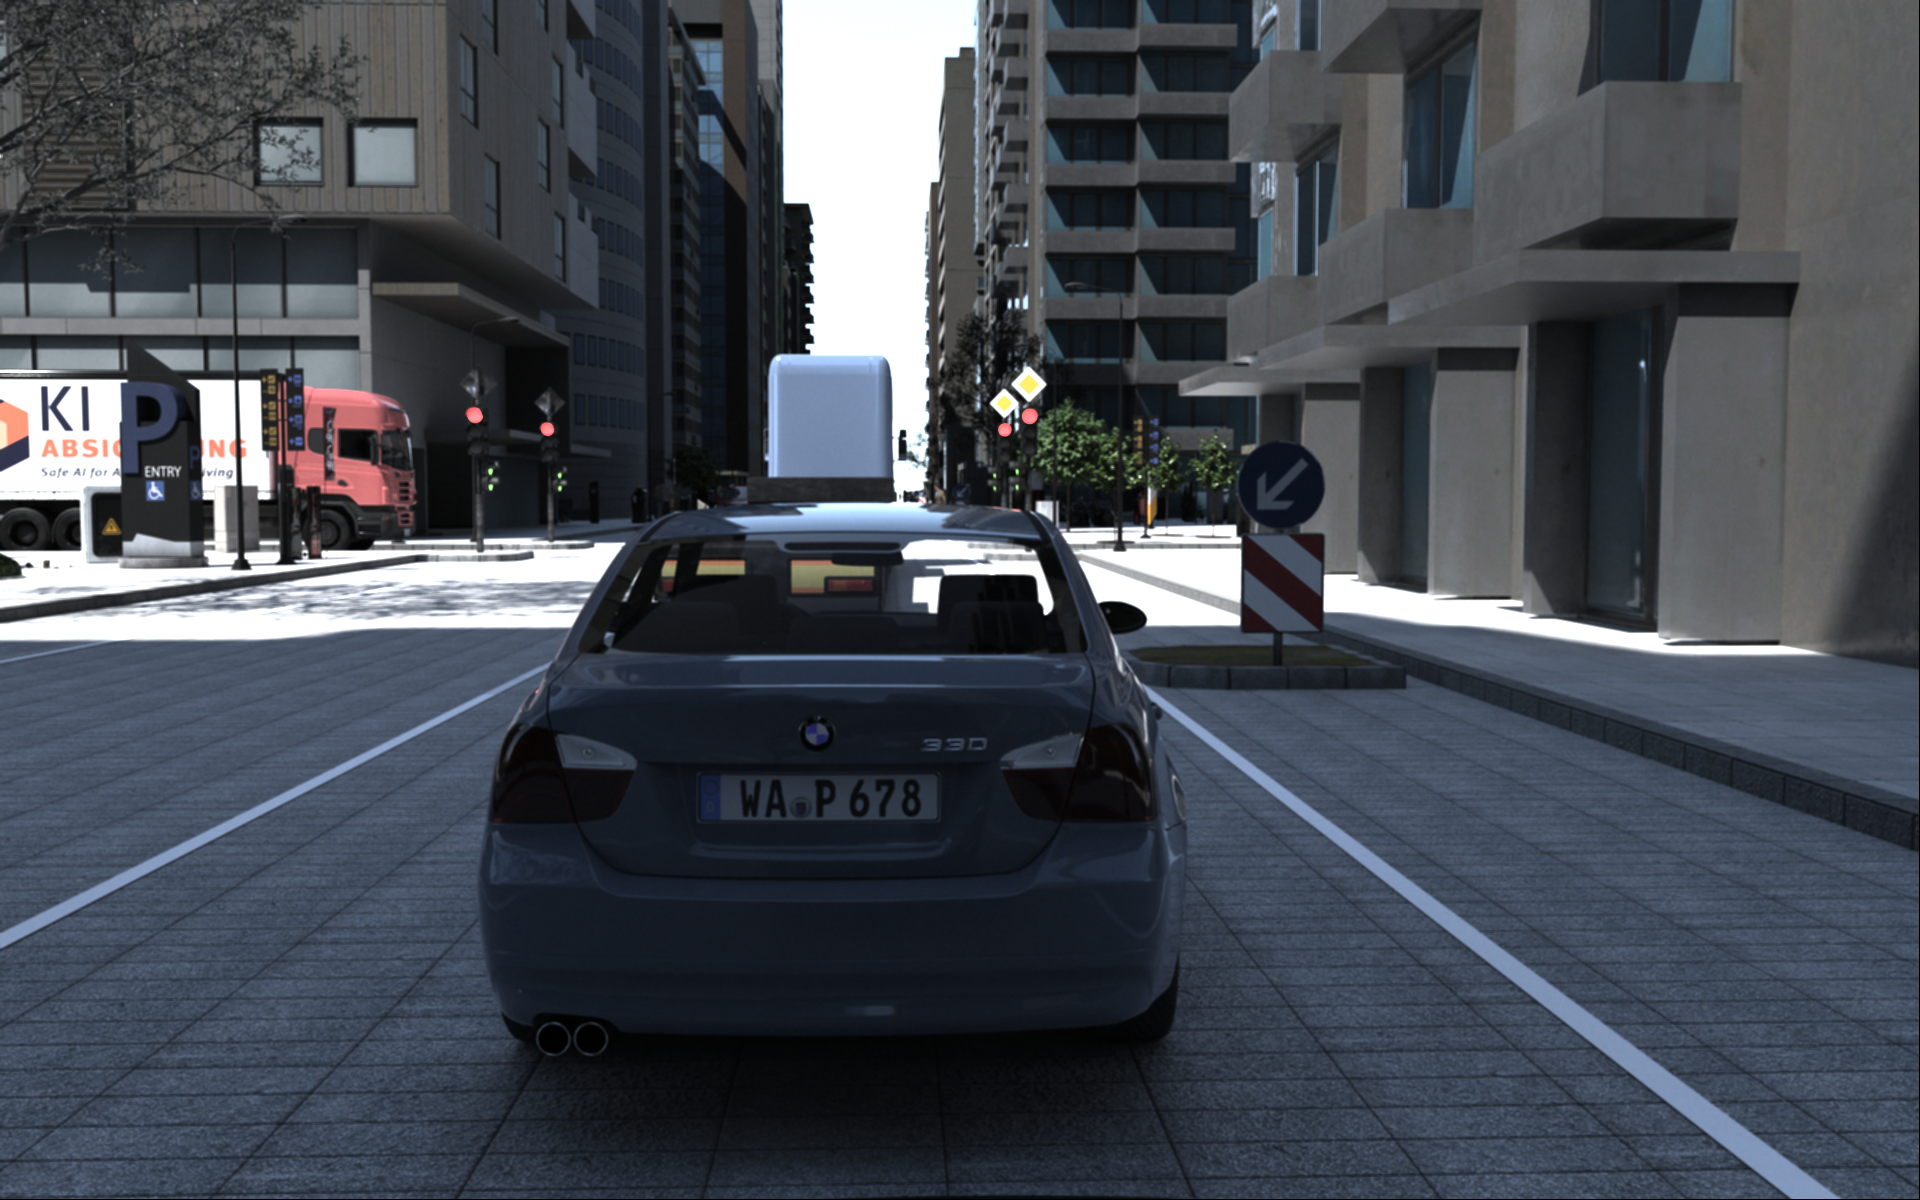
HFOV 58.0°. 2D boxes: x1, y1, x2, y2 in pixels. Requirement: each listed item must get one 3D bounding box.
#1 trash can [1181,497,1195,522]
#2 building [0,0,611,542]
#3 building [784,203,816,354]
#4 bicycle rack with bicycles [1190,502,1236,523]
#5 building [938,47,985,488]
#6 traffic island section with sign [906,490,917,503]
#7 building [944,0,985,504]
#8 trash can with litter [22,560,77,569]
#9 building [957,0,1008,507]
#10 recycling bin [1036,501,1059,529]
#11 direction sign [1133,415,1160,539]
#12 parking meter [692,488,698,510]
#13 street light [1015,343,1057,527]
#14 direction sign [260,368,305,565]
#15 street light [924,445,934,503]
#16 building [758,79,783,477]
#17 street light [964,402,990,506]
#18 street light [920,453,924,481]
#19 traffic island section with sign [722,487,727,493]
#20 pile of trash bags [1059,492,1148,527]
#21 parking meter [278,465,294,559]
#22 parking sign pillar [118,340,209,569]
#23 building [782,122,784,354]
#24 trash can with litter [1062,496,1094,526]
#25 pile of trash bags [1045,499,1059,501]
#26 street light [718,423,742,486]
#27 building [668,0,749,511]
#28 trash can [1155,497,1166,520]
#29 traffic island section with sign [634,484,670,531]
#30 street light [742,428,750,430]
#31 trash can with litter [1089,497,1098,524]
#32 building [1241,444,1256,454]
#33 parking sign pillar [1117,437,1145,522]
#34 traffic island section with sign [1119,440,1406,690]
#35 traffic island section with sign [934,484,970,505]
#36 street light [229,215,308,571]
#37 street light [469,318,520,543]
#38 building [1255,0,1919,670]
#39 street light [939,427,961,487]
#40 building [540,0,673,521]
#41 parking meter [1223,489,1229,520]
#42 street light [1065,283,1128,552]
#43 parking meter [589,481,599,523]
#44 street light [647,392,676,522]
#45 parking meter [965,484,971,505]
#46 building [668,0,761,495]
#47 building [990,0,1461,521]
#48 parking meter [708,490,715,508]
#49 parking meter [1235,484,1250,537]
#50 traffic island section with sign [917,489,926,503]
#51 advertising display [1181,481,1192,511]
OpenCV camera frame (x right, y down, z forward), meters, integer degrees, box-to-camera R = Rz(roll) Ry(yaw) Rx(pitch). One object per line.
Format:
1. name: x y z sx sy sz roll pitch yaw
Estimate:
1. trash can: 10.511 -4.148 79.471 0.748 1.137 0.748 0 3 0
2. building: -27.373 -28.605 56.930 28.713 52.752 27.495 0 4 -2
3. building: -32.468 -36.578 252.681 22.147 44.769 28.867 0 4 -2
4. bicycle rack with bicycles: 12.039 -3.877 76.764 2.852 0.926 2.925 -3 5 -41
5. building: 8.650 -34.366 185.583 21.300 48.544 21.600 0 4 -2
6. traffic island section with sign: -3.293 -8.362 145.345 1.989 1.847 2.006 0 4 -2
7. building: 10.159 -51.715 158.213 22.319 86.520 31.000 0 4 -2
8. trash can with litter: -16.341 -1.131 29.544 2.233 1.210 1.678 -2 4 -24
9. building: 10.476 -42.479 132.782 20.563 71.187 20.611 0 4 -2
10. recycling bin: 3.111 -3.009 61.748 0.722 1.027 0.722 0 4 -7
11. direction sign: 5.352 -3.538 49.844 0.876 3.537 0.379 3 4 38
12. parking meter: -17.122 -6.487 111.768 0.255 1.863 0.399 -3 4 -37
13. street light: 2.386 -4.943 53.361 1.470 5.913 1.316 0 4 -2
14. direction sign: -12.237 -2.407 31.346 0.876 3.537 0.379 1 4 15
15. street light: -2.359 -11.652 163.058 1.470 5.913 1.316 0 4 -2
16. building: -24.820 -29.482 165.633 14.154 41.232 14.086 0 4 -2
17. street light: 0.917 -7.008 87.123 1.470 5.913 1.316 0 4 -2
18. street light: -3.734 -13.723 196.913 1.470 5.913 1.316 0 4 -2
19. traffic island section with sign: -12.929 -5.318 95.583 1.989 1.847 2.006 0 4 -2
20. pile of trash bags: 5.808 -3.532 67.505 3.447 1.369 1.912 1 4 11
21. parking meter: -13.285 -1.741 34.173 0.255 1.863 0.399 -2 4 -29
22. parking sign pillar: -13.909 -2.549 30.149 1.447 3.967 1.447 1 4 9
23. building: -25.723 -30.341 179.666 14.154 41.232 14.086 0 4 -2
24. trash can with litter: 4.986 -3.649 70.718 1.678 1.210 2.233 0 4 3
25. pile of trash bags: 3.731 -4.311 80.244 1.912 1.369 3.447 -1 4 -18
26. street light: -15.130 -8.563 112.548 1.470 5.913 1.316 0 4 -2
27. building: -32.828 -26.926 132.121 32.217 40.220 23.993 0 4 -2
28. trash can: 9.969 -4.546 85.976 0.748 1.137 0.748 0 3 0
29. traffic island section with sign: -11.796 -3.671 68.652 1.989 1.847 2.006 0 4 -2
30. street light: -15.538 -9.164 122.365 1.470 5.913 1.316 0 4 -2
31. trash can with litter: 6.033 -3.822 73.881 1.055 1.170 0.624 0 4 -1
32. building: 24.622 -24.650 57.654 28.867 44.769 22.147 0 4 -2
33. parking sign pillar: 7.943 -5.592 79.906 1.447 3.967 1.447 -1 4 -10
34. traffic island section with sign: 2.247 -0.306 13.630 1.989 1.847 2.006 0 4 -2
35. traffic island section with sign: -0.074 -3.672 68.659 1.989 1.847 2.006 0 4 -2
36. street light: -11.552 -3.452 28.980 1.470 5.913 1.316 0 4 -2
37. street light: -12.277 -4.474 45.699 1.470 5.913 1.316 0 4 -2
38. building: 16.109 -24.593 21.710 23.786 49.044 30.456 0 4 -2
39. street light: -0.500 -9.060 120.677 1.470 5.913 1.316 0 4 -2
40. building: -27.903 -33.673 92.550 21.231 58.520 28.212 0 4 -2
41. parking meter: 13.015 -4.688 85.061 0.372 1.533 0.369 0 3 0
42. street light: 3.008 -4.020 38.262 1.470 5.913 1.316 0 4 -2
43. parking meter: -16.003 -4.282 75.717 0.399 1.863 0.255 0 4 -1
44. street light: -13.683 -6.528 79.276 1.470 5.913 1.316 0 4 -2
45. parking meter: 0.458 -5.750 99.726 0.255 1.863 0.399 -1 4 -10
46. building: -24.980 -30.658 151.372 14.600 45.320 14.200 0 4 -2
47. building: 13.395 -29.681 104.886 23.786 49.044 30.456 0 4 -2
48. parking meter: -14.724 -5.767 102.704 0.372 1.533 0.369 0 3 0
49. parking meter: 8.550 -2.852 52.335 0.399 1.863 0.255 -1 4 -19
50. traffic island section with sign: -1.220 -5.350 96.103 1.989 1.847 2.006 0 4 -2
51. advertising display: 11.121 -4.889 85.147 0.123 1.923 0.974 -1 4 -20
